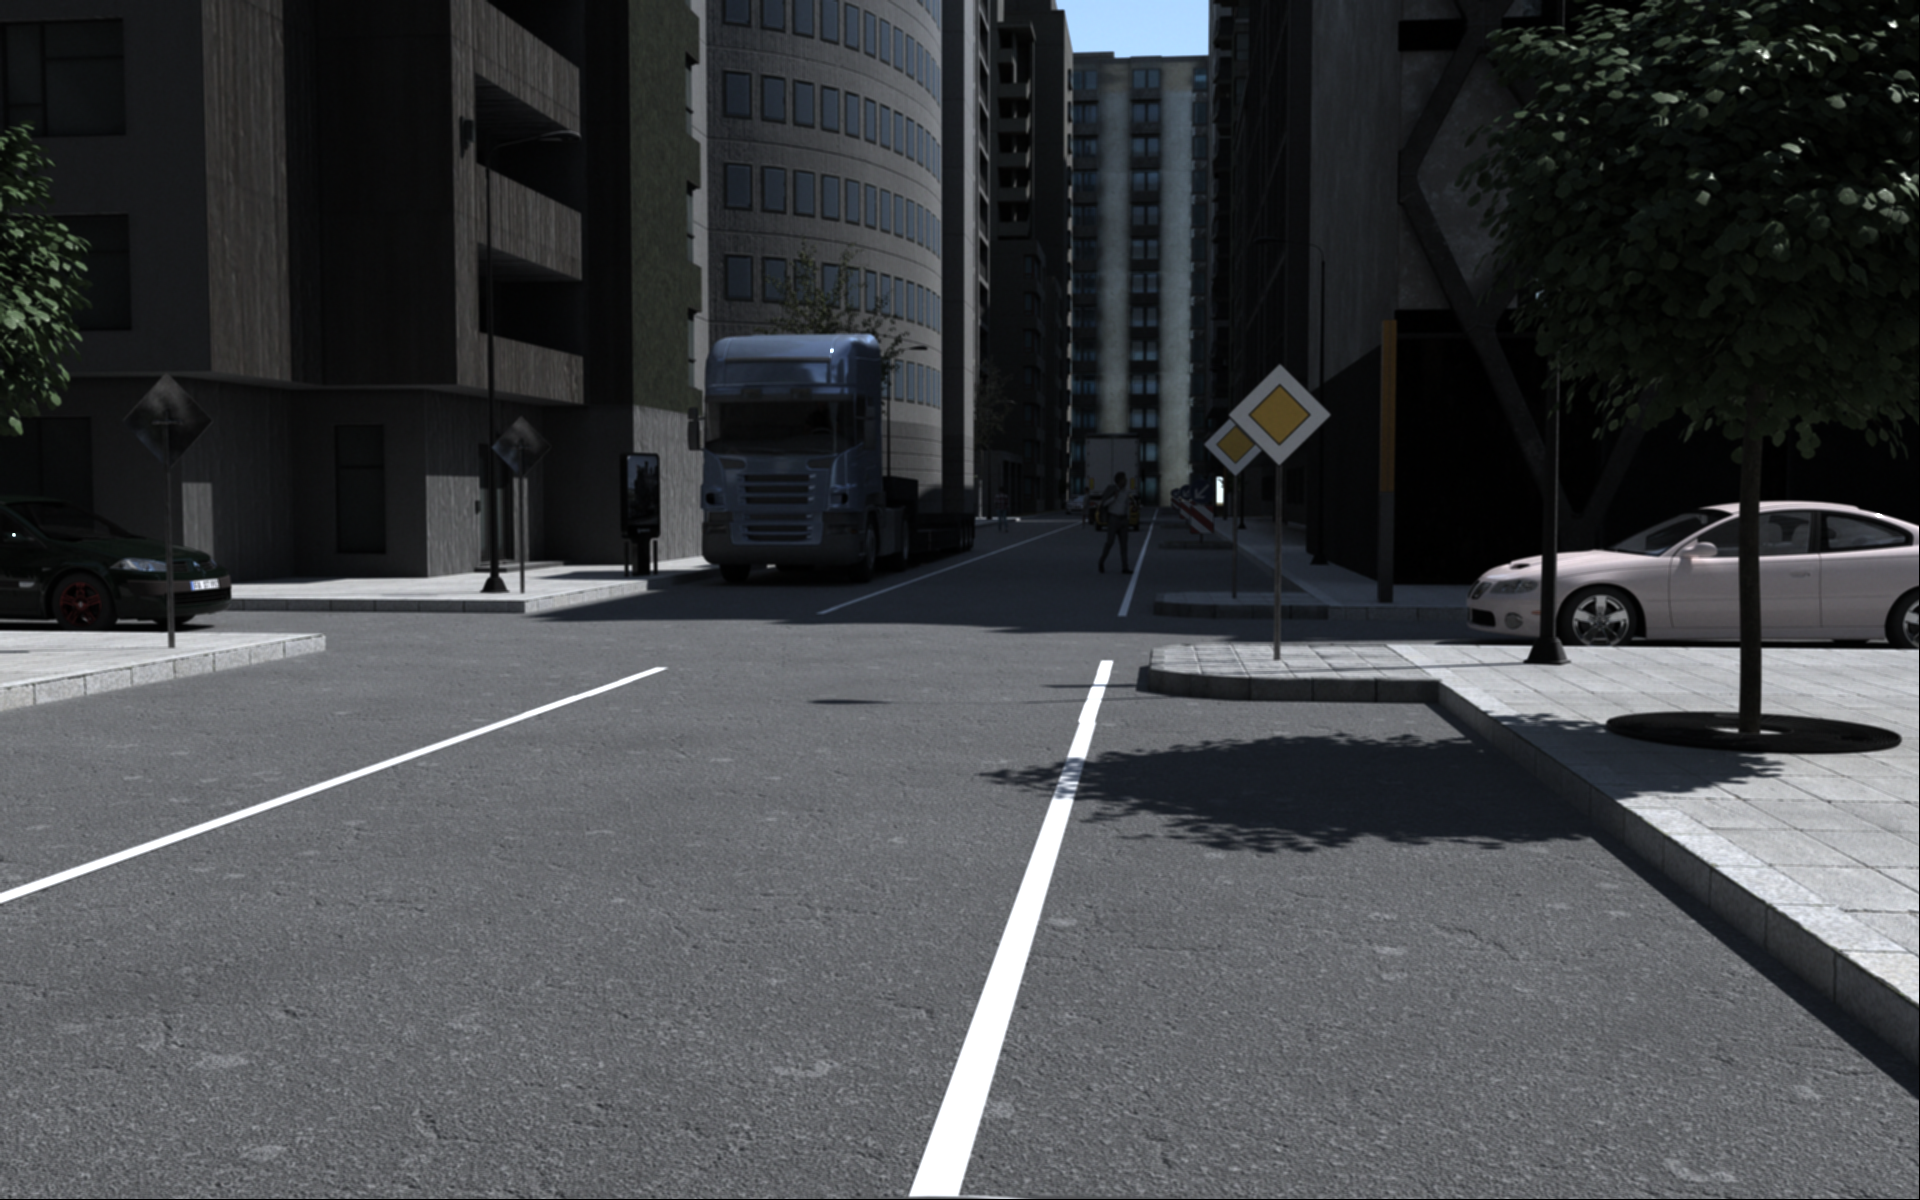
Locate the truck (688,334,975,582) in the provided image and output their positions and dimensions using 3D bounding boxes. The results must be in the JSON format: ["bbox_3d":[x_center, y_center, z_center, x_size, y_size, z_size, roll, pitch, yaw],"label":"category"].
[{"bbox_3d":[-1.854,-2.769,35.039,2.967,4.110,18.799,0,4,6],"label":"truck"}]

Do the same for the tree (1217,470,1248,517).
[{"bbox_3d":[15.458,-6.345,98.347,1.663,3.219,1.824,0,3,0],"label":"tree"}]

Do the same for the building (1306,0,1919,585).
[{"bbox_3d":[14.916,-9.827,28.118,16.811,18.784,16.820,0,4,7],"label":"building"}]

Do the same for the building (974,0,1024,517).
[{"bbox_3d":[-6.579,-40.905,107.054,20.563,71.187,20.611,0,4,7],"label":"building"}]

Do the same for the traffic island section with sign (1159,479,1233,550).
[{"bbox_3d":[6.265,-2.272,45.779,1.989,1.847,2.006,0,4,7],"label":"traffic island section with sign"}]

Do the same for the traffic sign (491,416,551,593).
[{"bbox_3d":[-5.655,-1.143,22.336,0.795,2.450,0.064,0,4,7],"label":"traffic sign"}]

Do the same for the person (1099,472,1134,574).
[{"bbox_3d":[2.798,-1.388,31.294,0.679,1.850,0.850,-3,4,-36],"label":"person"}]

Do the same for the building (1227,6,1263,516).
[{"bbox_3d":[23.529,-20.445,105.984,14.160,30.474,14.107,0,4,7],"label":"building"}]

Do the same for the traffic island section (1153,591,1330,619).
[{"bbox_3d":[3.400,0.058,21.339,2.009,0.180,2.903,0,4,7],"label":"traffic island section"}]

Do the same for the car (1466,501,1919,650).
[{"bbox_3d":[7.179,-0.223,16.009,4.827,1.381,2.083,0,4,5],"label":"car"}]

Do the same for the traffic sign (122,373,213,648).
[{"bbox_3d":[-6.582,-0.658,14.405,0.795,2.450,0.064,0,4,7],"label":"traffic sign"}]

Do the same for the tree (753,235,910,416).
[{"bbox_3d":[-3.768,-6.105,50.175,4.737,8.622,4.395,0,3,0],"label":"tree"}]

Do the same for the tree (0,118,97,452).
[{"bbox_3d":[-7.693,-1.734,12.064,4.285,4.588,4.351,0,3,0],"label":"tree"}]

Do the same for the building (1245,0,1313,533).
[{"bbox_3d":[16.264,-15.815,52.090,14.314,27.812,24.014,0,4,7],"label":"building"}]

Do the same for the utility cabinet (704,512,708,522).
[{"bbox_3d":[-6.858,-2.124,43.407,0.318,1.500,1.173,3,4,39],"label":"utility cabinet"}]

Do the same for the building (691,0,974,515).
[{"bbox_3d":[-11.393,-32.196,68.398,21.231,58.520,28.212,0,4,7],"label":"building"}]

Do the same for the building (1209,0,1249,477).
[{"bbox_3d":[29.699,-28.867,126.605,22.147,44.769,28.867,0,4,7],"label":"building"}]

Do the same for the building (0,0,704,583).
[{"bbox_3d":[-13.091,-15.744,29.114,14.160,30.474,14.107,0,4,7],"label":"building"}]

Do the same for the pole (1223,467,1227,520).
[{"bbox_3d":[13.066,-5.592,85.271,0.158,3.312,0.155,0,3,0],"label":"pole"}]

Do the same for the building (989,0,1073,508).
[{"bbox_3d":[-0.486,-33.009,163.398,21.600,48.544,21.300,0,4,7],"label":"building"}]

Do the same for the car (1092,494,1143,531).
[{"bbox_3d":[6.211,-3.547,68.225,2.015,1.641,3.980,0,4,5],"label":"car"}]

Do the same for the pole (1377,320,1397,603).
[{"bbox_3d":[5.031,-1.625,20.405,0.158,3.312,0.155,0,3,0],"label":"pole"}]

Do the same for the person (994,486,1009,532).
[{"bbox_3d":[1.574,-3.416,65.185,0.563,1.720,0.643,0,4,-2],"label":"person"}]

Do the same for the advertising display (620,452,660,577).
[{"bbox_3d":[-5.010,-1.342,27.159,0.123,1.923,0.974,1,4,21],"label":"advertising display"}]

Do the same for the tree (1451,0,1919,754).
[{"bbox_3d":[4.300,-1.556,9.155,4.285,4.588,4.351,0,3,0],"label":"tree"}]

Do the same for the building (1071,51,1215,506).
[{"bbox_3d":[13.891,-34.930,190.710,30.456,49.044,23.786,0,4,7],"label":"building"}]

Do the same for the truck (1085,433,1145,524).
[{"bbox_3d":[7.662,-5.909,85.523,2.839,4.237,11.283,0,4,7],"label":"truck"}]

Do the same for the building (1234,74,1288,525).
[{"bbox_3d":[20.216,-15.898,79.005,14.314,24.678,30.058,0,4,7],"label":"building"}]

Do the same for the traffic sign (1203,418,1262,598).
[{"bbox_3d":[3.375,-1.078,21.264,0.795,2.450,0.064,0,4,7],"label":"traffic sign"}]

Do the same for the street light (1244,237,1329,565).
[{"bbox_3d":[6.000,-3.600,31.397,1.470,5.913,1.316,0,4,7],"label":"street light"}]

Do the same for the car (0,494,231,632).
[{"bbox_3d":[-9.983,-0.530,18.452,4.222,1.686,2.009,0,4,8],"label":"car"}]

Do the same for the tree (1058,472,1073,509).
[{"bbox_3d":[8.751,-9.479,149.587,1.663,3.219,1.824,0,3,0],"label":"tree"}]

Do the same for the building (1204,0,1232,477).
[{"bbox_3d":[35.945,-34.599,154.929,28.713,52.752,27.495,0,4,7],"label":"building"}]

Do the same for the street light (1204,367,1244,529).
[{"bbox_3d":[9.823,-5.566,63.543,1.470,5.913,1.316,0,4,7],"label":"street light"}]

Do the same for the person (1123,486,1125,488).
[{"bbox_3d":[6.802,-3.961,73.279,0.660,1.820,0.620,1,4,19],"label":"person"}]

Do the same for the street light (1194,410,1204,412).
[{"bbox_3d":[13.591,-7.532,95.695,1.470,5.913,1.316,0,4,7],"label":"street light"}]

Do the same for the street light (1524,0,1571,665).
[{"bbox_3d":[3.929,-2.478,13.059,1.470,5.913,1.316,0,4,7],"label":"street light"}]

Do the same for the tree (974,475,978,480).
[{"bbox_3d":[-0.138,-5.480,84.191,1.663,3.219,1.824,0,3,0],"label":"tree"}]

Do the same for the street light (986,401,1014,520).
[{"bbox_3d":[2.013,-6.992,86.853,1.470,5.913,1.316,0,4,7],"label":"street light"}]

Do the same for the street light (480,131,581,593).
[{"bbox_3d":[-5.543,-3.049,22.386,1.470,5.913,1.316,0,4,7],"label":"street light"}]

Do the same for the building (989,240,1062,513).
[{"bbox_3d":[-6.828,-17.659,133.769,27.650,21.520,28.899,0,4,7],"label":"building"}]

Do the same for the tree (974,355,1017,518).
[{"bbox_3d":[0.837,-8.620,91.292,4.360,8.622,3.978,0,3,0],"label":"tree"}]

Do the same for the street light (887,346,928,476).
[{"bbox_3d":[-1.715,-5.015,54.531,1.470,5.913,1.316,0,4,7],"label":"street light"}]

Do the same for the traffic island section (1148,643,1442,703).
[{"bbox_3d":[2.473,0.543,13.407,2.009,0.180,2.903,0,4,7],"label":"traffic island section"}]

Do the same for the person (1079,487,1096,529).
[{"bbox_3d":[5.291,-3.832,71.909,0.760,1.731,0.466,-2,4,-32],"label":"person"}]

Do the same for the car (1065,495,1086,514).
[{"bbox_3d":[8.486,-6.779,123.198,2.083,1.381,4.827,0,4,5],"label":"car"}]

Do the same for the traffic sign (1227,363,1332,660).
[{"bbox_3d":[2.448,-0.593,13.333,0.795,2.450,0.064,0,4,7],"label":"traffic sign"}]
